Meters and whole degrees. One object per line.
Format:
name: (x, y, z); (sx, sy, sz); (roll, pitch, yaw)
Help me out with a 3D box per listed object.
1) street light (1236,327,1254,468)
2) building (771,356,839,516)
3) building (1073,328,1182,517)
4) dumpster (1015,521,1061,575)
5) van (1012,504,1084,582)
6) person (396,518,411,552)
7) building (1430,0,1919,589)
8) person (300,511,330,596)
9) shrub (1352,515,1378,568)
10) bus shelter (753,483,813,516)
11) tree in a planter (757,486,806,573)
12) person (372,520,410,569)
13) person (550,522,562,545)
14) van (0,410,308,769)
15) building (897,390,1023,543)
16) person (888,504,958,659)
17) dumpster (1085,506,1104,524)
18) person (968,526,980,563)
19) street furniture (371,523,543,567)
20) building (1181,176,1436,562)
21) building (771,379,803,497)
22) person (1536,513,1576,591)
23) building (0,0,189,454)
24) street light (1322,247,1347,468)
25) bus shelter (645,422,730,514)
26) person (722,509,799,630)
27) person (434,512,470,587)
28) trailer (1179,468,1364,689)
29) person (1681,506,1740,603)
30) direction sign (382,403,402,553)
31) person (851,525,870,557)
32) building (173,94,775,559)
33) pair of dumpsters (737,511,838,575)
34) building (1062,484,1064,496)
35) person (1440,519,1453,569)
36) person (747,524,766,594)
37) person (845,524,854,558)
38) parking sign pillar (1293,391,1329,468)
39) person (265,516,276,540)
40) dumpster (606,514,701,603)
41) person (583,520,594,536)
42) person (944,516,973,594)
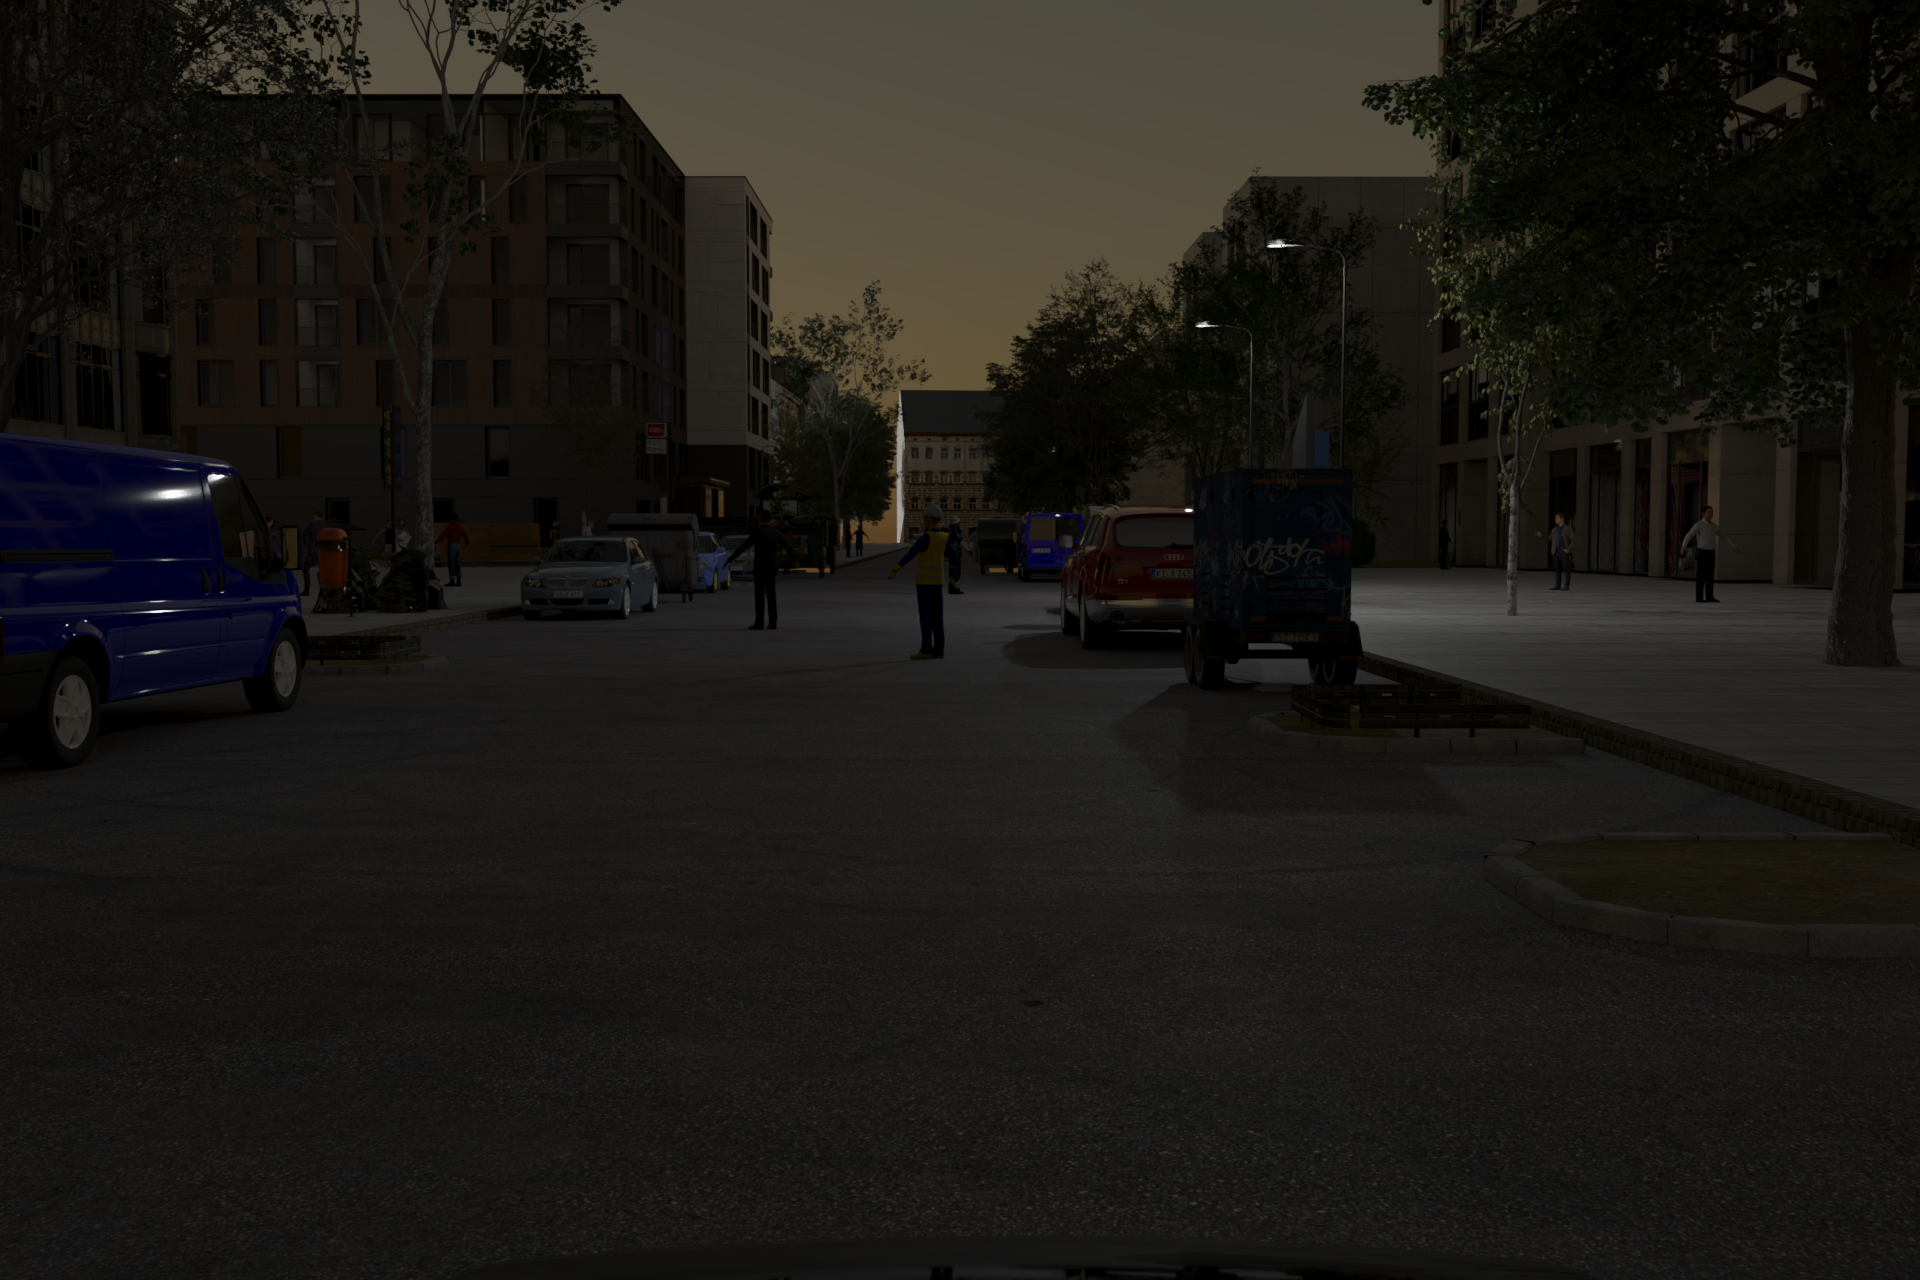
street light: (6.918, -3.999, 37.931); (1.470, 5.913, 1.316); (0, 4, -1)
building: (-29.870, -22.672, 214.664); (27.936, 21.610, 32.646); (0, 4, 0)
building: (22.188, -22.160, 193.242); (19.493, 23.208, 18.063); (0, 4, 0)
dumpster: (2.775, -3.097, 58.851); (1.865, 1.857, 1.264); (0, 4, -1)
van: (2.758, -2.967, 52.895); (2.240, 2.365, 5.245); (0, 4, -2)
person: (-15.941, -2.611, 49.403); (0.621, 1.740, 0.551); (1, 4, 12)
building: (29.068, -15.313, 53.563); (19.350, 26.588, 34.151); (0, 4, 0)
person: (-13.458, -1.805, 36.000); (0.568, 1.767, 0.683); (3, 4, 37)
shrub: (15.165, -3.786, 66.328); (1.690, 2.028, 1.600); (0, 3, 0)
bus shelter: (-7.272, -4.755, 71.661); (2.014, 3.302, 5.546); (0, 4, -1)
tree in a planter: (-6.772, -4.116, 64.521); (1.991, 3.239, 1.994); (0, 4, 0)
person: (-20.731, -3.476, 62.996); (1.345, 1.807, 0.704); (-2, 4, -32)
person: (-18.687, -4.557, 80.274); (0.705, 1.858, 1.354); (-2, 4, -34)
van: (-6.363, -0.480, 12.234); (2.240, 2.365, 5.245); (0, 4, -1)
building: (-0.066, -26.261, 262.757); (18.063, 23.208, 19.493); (0, 4, -5)
person: (-0.397, -0.675, 19.963); (0.721, 1.772, 1.216); (3, 4, 37)
dumpster: (2.858, -1.140, 26.859); (1.865, 1.857, 1.264); (0, 4, -1)
person: (0.818, -4.663, 84.884); (0.705, 1.806, 1.347); (3, 5, 43)
street furniture: (-20.867, -3.942, 71.305); (11.010, 1.723, 9.812); (-2, 4, -28)
building: (22.613, -13.944, 94.443); (16.747, 18.905, 31.486); (0, 4, -1)
building: (-27.788, -21.869, 188.482); (19.493, 23.208, 18.063); (0, 4, 1)
person: (13.512, -2.003, 39.324); (0.750, 1.759, 0.617); (-1, 4, -18)
building: (-32.971, -13.780, 41.959); (14.369, 24.946, 33.146); (0, 4, 1)
street light: (6.609, -3.357, 27.427); (1.470, 5.913, 1.316); (0, 3, 0)
bus shelter: (-10.220, -5.335, 64.864); (2.179, 5.291, 8.768); (0, 4, -1)
person: (-2.945, -1.061, 26.022); (1.346, 1.802, 0.704); (-3, 5, -39)
person: (-12.389, -2.214, 42.301); (0.704, 1.816, 1.345); (2, 4, 24)
trailer: (2.884, -0.609, 17.009); (1.471, 1.999, 3.904); (0, 4, -1)
person: (14.003, -1.608, 32.441); (1.344, 1.810, 0.704); (-1, 4, -19)
direction sign: (-9.970, -2.352, 30.460); (0.379, 3.537, 0.876); (0, 4, 0)
person: (-5.751, -5.657, 98.619); (1.347, 1.817, 0.704); (-2, 4, -24)
building: (-26.183, -15.480, 97.066); (27.936, 21.610, 32.646); (0, 4, 0)
pair of dumpsters: (-6.543, -3.446, 61.298); (4.436, 2.255, 1.574); (0, 4, -1)
building: (21.675, -24.209, 226.744); (19.493, 23.208, 18.063); (0, 4, 0)
person: (17.614, -3.475, 62.859); (0.704, 1.823, 1.345); (0, 4, 2)
person: (-4.736, -1.940, 40.980); (0.721, 1.733, 1.217); (1, 4, 17)
person: (-6.071, -5.438, 94.843); (0.705, 1.837, 1.347); (-1, 4, -15)
parking sign pillar: (6.750, -2.752, 33.464); (1.447, 3.967, 1.447); (0, 4, 0)
person: (-16.312, -2.071, 40.830); (0.530, 1.710, 0.541); (-1, 4, -18)
dumpster: (-6.424, -1.717, 36.293); (1.865, 1.857, 1.264); (0, 4, 0)
person: (-11.140, -2.765, 52.184); (0.436, 1.711, 0.756); (-1, 4, -16)
person: (-0.101, -2.019, 41.240); (0.705, 1.856, 1.354); (-2, 4, -28)
